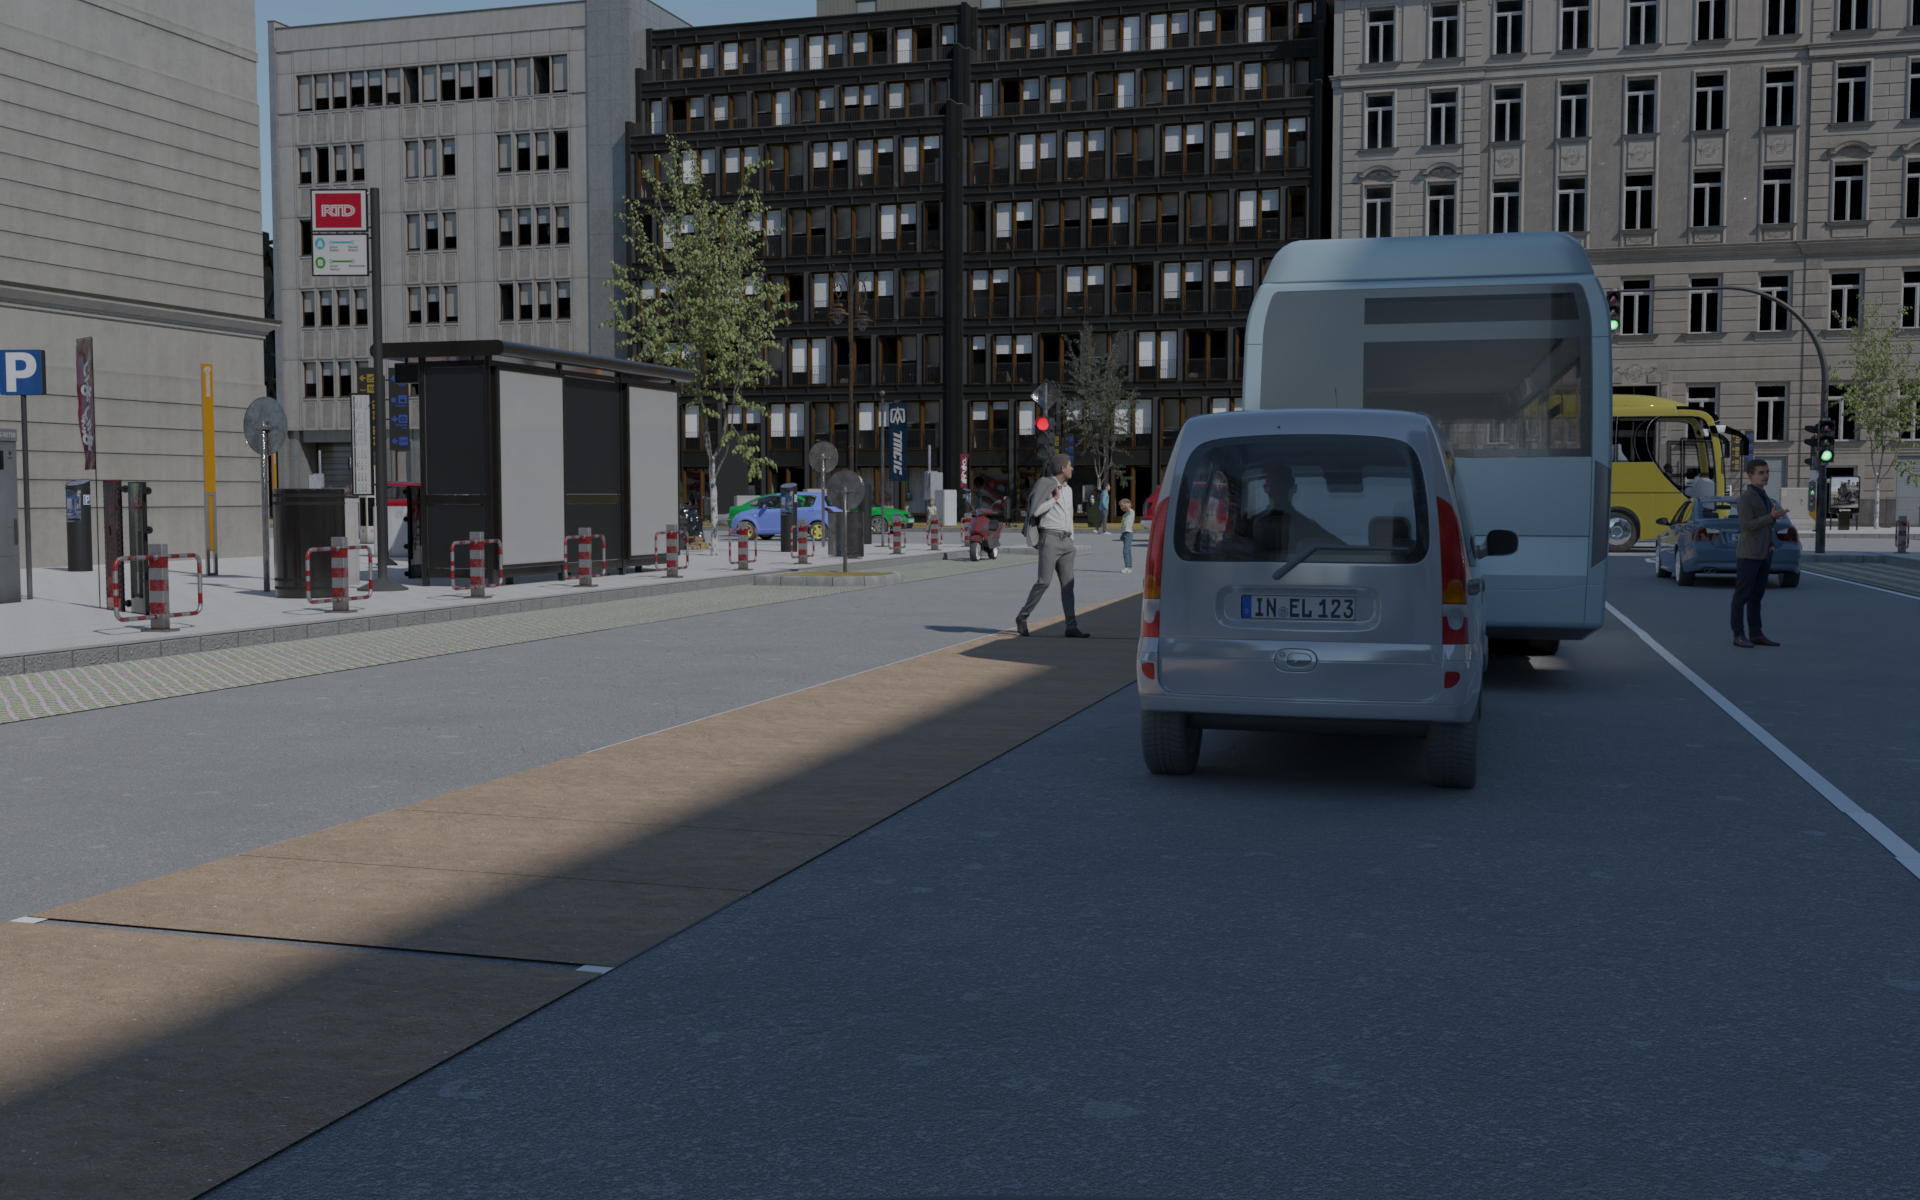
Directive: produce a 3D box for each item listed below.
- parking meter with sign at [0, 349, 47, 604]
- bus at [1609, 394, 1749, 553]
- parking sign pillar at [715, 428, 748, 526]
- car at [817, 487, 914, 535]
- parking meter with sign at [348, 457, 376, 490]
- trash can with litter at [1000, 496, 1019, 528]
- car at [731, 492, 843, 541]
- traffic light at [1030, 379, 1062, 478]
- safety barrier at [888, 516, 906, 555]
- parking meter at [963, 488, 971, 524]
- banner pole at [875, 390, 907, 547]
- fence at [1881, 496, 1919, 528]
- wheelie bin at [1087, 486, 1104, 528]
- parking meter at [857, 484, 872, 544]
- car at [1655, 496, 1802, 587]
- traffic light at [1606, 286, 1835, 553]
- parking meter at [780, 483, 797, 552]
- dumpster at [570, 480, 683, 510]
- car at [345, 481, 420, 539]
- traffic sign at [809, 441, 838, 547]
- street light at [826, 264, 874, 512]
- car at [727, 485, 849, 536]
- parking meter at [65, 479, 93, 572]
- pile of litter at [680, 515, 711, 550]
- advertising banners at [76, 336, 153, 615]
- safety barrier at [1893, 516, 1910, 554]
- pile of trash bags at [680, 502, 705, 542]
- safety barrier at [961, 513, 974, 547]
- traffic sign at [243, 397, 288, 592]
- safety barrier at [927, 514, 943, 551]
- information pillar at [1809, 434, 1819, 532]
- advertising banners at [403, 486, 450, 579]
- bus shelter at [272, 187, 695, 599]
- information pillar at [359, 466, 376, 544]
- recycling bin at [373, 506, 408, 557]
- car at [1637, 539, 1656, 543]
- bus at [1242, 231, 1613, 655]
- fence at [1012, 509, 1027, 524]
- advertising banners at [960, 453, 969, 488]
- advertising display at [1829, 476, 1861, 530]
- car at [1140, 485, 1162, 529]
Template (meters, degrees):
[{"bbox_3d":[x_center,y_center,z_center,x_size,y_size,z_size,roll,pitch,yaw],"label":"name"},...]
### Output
[{"bbox_3d":[-11.392,-1.462,20.159,0.543,3.016,1.738,0,4,5],"label":"parking meter with sign"},{"bbox_3d":[13.195,-3.214,44.102,12.252,3.916,2.896,1,4,15],"label":"bus"},{"bbox_3d":[-9.284,-5.012,70.412,1.447,3.967,1.447,0,4,4],"label":"parking sign pillar"},{"bbox_3d":[-3.967,-3.285,62.501,4.718,1.807,1.959,1,4,18],"label":"car"},{"bbox_3d":[-27.589,-5.171,80.814,1.738,3.016,0.543,-1,4,-13],"label":"parking meter with sign"},{"bbox_3d":[1.644,-3.384,66.390,1.678,1.210,2.233,1,4,14],"label":"trash can with litter"},{"bbox_3d":[-5.295,-2.701,53.751,3.694,1.707,1.945,1,4,17],"label":"car"},{"bbox_3d":[2.100,-3.264,42.286,0.839,4.253,0.868,1,4,16],"label":"traffic light"},{"bbox_3d":[-1.335,-1.376,36.775,0.300,0.817,1.120,1,4,16],"label":"safety barrier"},{"bbox_3d":[0.298,-4.096,75.388,0.372,1.533,0.369,0,3,0],"label":"parking meter"},{"bbox_3d":[-1.652,-3.173,41.895,0.863,3.779,0.401,1,4,16],"label":"banner pole"},{"bbox_3d":[36.275,-3.339,65.803,2.264,1.192,0.480,0,4,3],"label":"fence"},{"bbox_3d":[5.213,-3.590,66.606,0.693,1.594,0.980,0,4,4],"label":"wheelie bin"},{"bbox_3d":[-2.438,-2.190,44.225,0.372,1.533,0.369,0,3,0],"label":"parking meter"},{"bbox_3d":[12.397,-0.982,28.058,2.014,1.417,4.499,1,4,16],"label":"car"},{"bbox_3d":[16.576,-3.866,37.878,4.771,5.953,1.251,1,4,16],"label":"traffic light"},{"bbox_3d":[-3.791,-1.832,38.362,0.372,1.533,0.369,0,3,0],"label":"parking meter"},{"bbox_3d":[-6.140,-1.781,31.605,1.502,2.255,1.985,1,4,16],"label":"dumpster"},{"bbox_3d":[-17.423,-2.665,52.249,5.304,1.827,2.281,1,4,15],"label":"car"},{"bbox_3d":[-3.312,-2.555,41.881,0.768,2.556,0.104,1,4,19],"label":"traffic sign"},{"bbox_3d":[-2.201,-3.803,34.967,0.468,5.910,1.993,1,4,16],"label":"street light"},{"bbox_3d":[-5.482,-3.028,58.310,4.718,1.807,1.959,1,4,17],"label":"car"},{"bbox_3d":[-14.610,-1.242,28.723,0.372,1.533,0.369,0,3,0],"label":"parking meter"},{"bbox_3d":[-6.289,-1.611,40.298,1.176,0.858,1.719,1,4,18],"label":"pile of litter"},{"bbox_3d":[-9.258,-1.390,18.922,0.090,3.025,2.074,-3,5,-44],"label":"advertising banners"},{"bbox_3d":[20.346,-1.414,37.398,0.300,0.817,1.120,1,4,16],"label":"safety barrier"},{"bbox_3d":[-8.307,-2.150,44.908,3.447,1.369,1.912,0,4,-3],"label":"pile of trash bags"},{"bbox_3d":[0.193,-1.691,41.929,0.300,0.817,1.120,1,4,16],"label":"safety barrier"},{"bbox_3d":[-9.106,-1.381,22.679,0.768,2.556,0.104,2,4,24],"label":"traffic sign"},{"bbox_3d":[-0.576,-1.533,39.346,0.300,0.817,1.120,1,4,16],"label":"safety barrier"},{"bbox_3d":[29.263,-4.144,59.107,0.183,3.616,0.504,-3,4,-36],"label":"information pillar"},{"bbox_3d":[-8.225,-1.891,27.103,0.090,3.025,2.074,0,4,8],"label":"advertising banners"},{"bbox_3d":[-6.737,-2.908,25.185,2.179,5.291,8.768,1,4,17],"label":"bus shelter"},{"bbox_3d":[-15.231,-2.448,44.513,0.304,2.012,0.304,2,4,31],"label":"information pillar"},{"bbox_3d":[-11.544,-1.403,35.491,0.722,1.027,0.722,0,4,2],"label":"recycling bin"},{"bbox_3d":[18.770,-2.084,46.078,4.499,1.417,2.014,1,4,15],"label":"car"},{"bbox_3d":[4.993,-1.462,18.767,2.948,3.499,13.247,1,4,15],"label":"bus"},{"bbox_3d":[2.946,-3.324,69.719,2.069,0.683,0.278,-2,4,-31],"label":"fence"},{"bbox_3d":[-0.367,-4.754,73.919,2.074,3.025,0.090,-3,5,-42],"label":"advertising banners"},{"bbox_3d":[31.363,-3.438,61.420,0.974,1.923,0.123,1,4,16],"label":"advertising display"},{"bbox_3d":[8.090,-2.655,52.079,5.304,1.827,2.281,1,4,15],"label":"car"}]
